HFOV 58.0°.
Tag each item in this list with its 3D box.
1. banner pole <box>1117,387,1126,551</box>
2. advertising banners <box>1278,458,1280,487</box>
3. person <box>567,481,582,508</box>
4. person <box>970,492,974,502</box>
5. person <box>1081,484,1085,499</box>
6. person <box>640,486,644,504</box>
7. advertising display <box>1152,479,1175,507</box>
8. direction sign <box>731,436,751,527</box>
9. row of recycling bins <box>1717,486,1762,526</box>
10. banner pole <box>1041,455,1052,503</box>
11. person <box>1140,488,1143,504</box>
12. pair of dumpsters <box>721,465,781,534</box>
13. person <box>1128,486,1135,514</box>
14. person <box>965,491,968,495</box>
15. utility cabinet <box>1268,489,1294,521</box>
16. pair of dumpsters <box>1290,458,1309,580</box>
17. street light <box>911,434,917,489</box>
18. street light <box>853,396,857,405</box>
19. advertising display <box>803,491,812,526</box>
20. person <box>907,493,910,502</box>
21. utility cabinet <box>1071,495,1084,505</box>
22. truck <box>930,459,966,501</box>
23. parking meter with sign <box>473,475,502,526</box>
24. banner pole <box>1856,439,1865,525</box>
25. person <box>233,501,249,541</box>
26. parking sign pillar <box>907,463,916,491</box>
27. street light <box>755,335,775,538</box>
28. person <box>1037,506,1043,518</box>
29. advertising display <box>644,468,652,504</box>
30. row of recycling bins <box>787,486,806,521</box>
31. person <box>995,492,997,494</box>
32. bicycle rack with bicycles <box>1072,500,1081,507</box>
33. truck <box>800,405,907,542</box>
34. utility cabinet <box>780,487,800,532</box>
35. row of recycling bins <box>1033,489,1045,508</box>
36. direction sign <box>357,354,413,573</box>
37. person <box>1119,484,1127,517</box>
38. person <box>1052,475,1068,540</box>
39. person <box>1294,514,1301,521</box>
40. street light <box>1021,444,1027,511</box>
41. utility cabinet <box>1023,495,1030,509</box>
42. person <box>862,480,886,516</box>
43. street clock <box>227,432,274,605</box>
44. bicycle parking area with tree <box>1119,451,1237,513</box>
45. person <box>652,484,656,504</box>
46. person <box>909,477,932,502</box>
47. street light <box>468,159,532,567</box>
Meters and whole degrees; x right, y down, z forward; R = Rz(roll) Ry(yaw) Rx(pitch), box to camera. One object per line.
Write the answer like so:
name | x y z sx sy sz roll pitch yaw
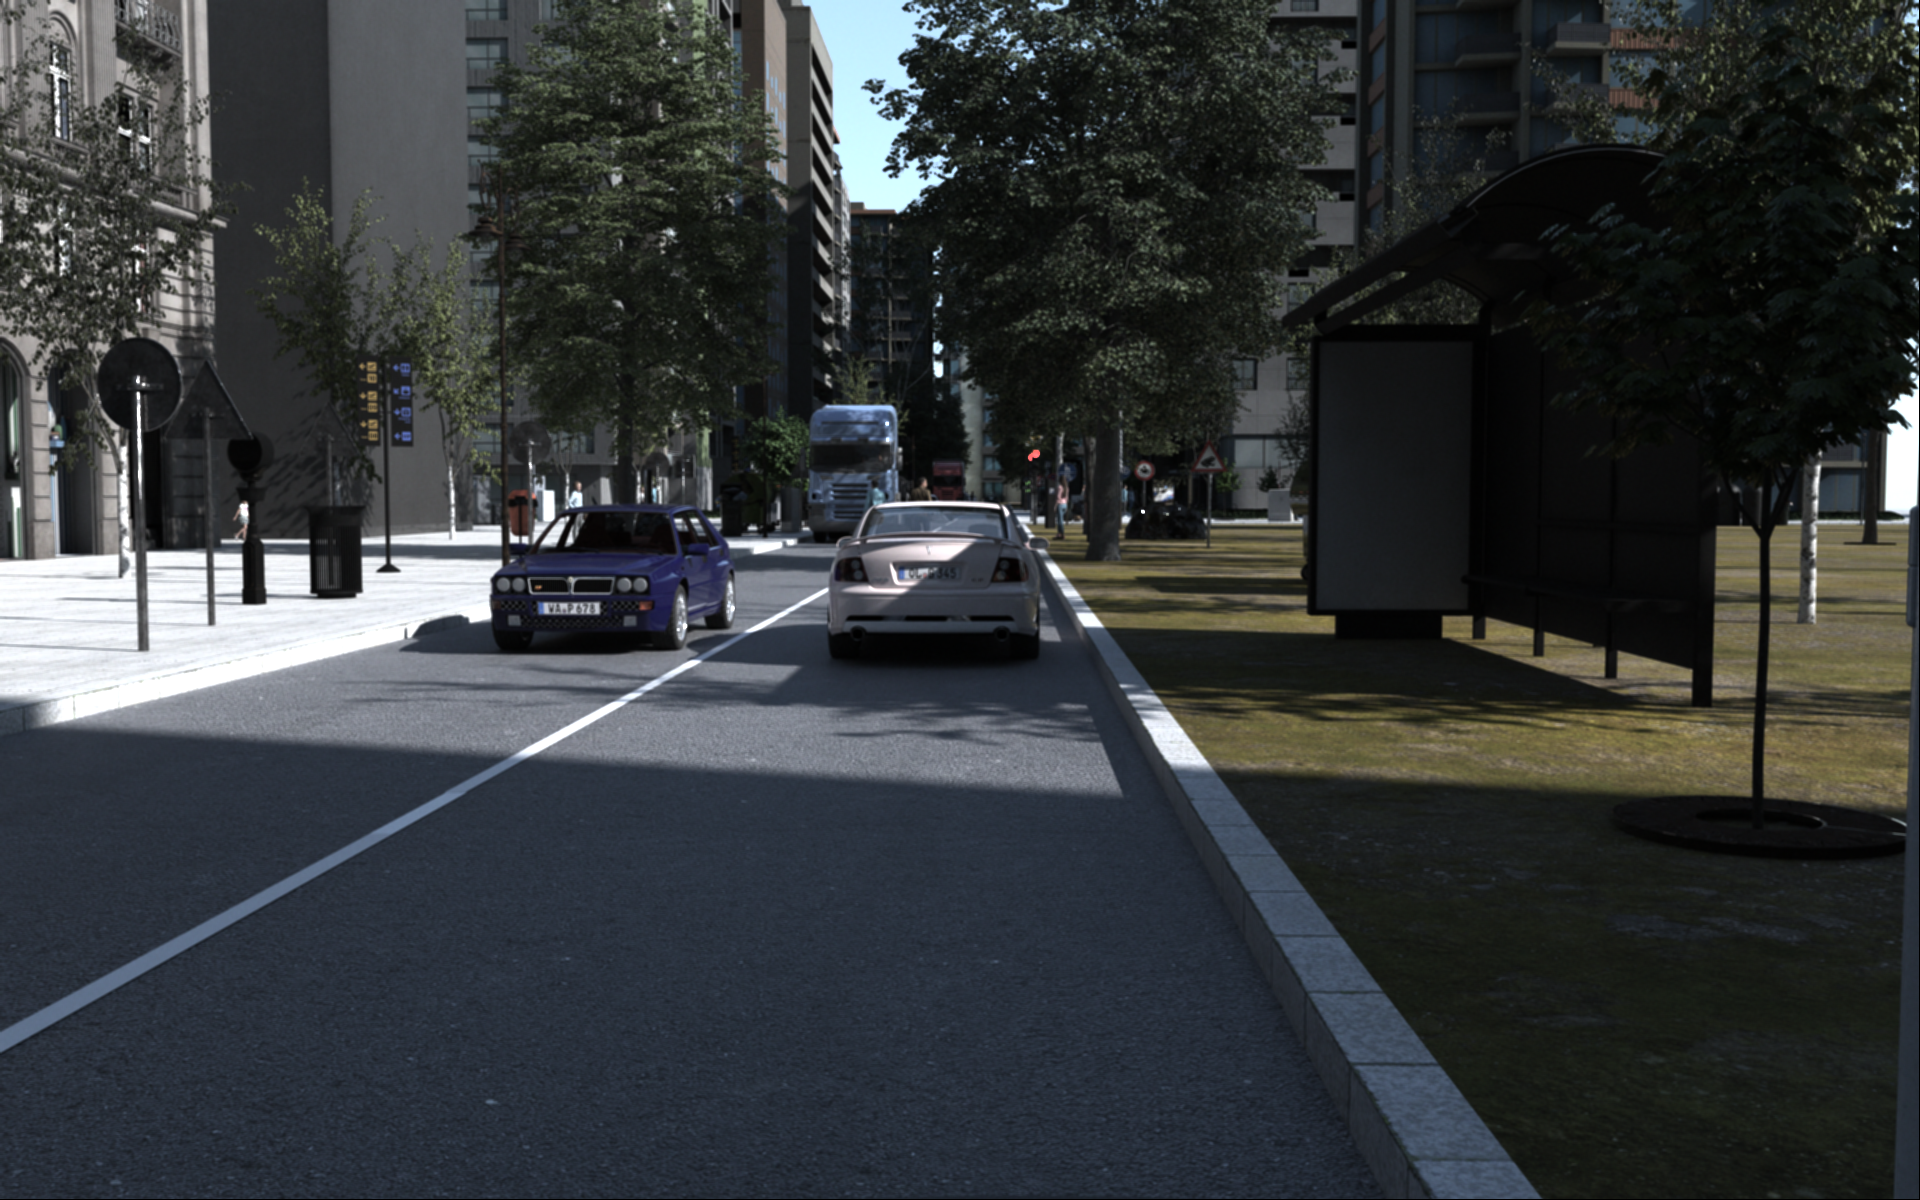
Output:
banner pole | 3.638 -3.023 39.446 0.401 3.779 0.863 1 4 17
advertising banners | 15.264 -5.299 82.821 0.090 3.025 2.074 1 4 12
person | -9.597 -2.175 43.416 0.330 1.601 0.589 2 4 27
person | 1.340 -11.758 201.560 0.721 1.723 1.217 0 4 -7
person | 6.856 -5.350 93.702 0.592 1.802 0.473 2 4 29
person | -14.107 -4.197 77.321 0.583 1.804 0.606 3 4 38
advertising display | 8.642 -4.183 73.598 0.974 1.923 0.123 -1 4 -10
direction sign | -8.524 -4.618 67.505 0.876 3.537 0.379 2 4 25
row of recycling bins | 31.028 -3.882 70.583 1.069 1.692 3.534 -2 4 -34
banner pole | 5.515 -7.435 111.574 0.863 3.779 0.401 -1 4 -11
person | 14.018 -7.770 133.419 0.374 1.781 0.599 0 4 6
pair of dumpsters | -6.864 -3.344 57.167 1.574 2.255 4.437 0 4 1
person | 10.991 -6.427 111.396 0.793 1.790 0.793 -1 4 -9
person | 0.933 -13.507 229.209 0.599 1.838 0.709 -3 5 -44
utility cabinet | 14.864 -4.379 80.269 1.173 1.500 0.318 3 4 36
pair of dumpsters | 5.653 -1.295 23.661 1.574 2.255 4.437 0 4 1
street light | -3.610 -9.875 134.238 0.468 5.910 1.993 0 4 1
street light | -4.963 -6.671 81.851 0.468 5.910 1.993 0 4 1
advertising display | -6.060 -3.911 69.166 0.123 1.923 0.974 -2 4 -26
person | -2.778 -4.624 84.503 0.661 1.777 0.834 -1 4 -23
utility cabinet | 7.335 -5.836 106.586 1.020 1.237 0.306 -1 4 -10
truck | -0.904 -9.279 140.623 2.839 4.237 11.283 0 4 1
parking meter with sign | -19.562 -4.557 70.763 0.543 3.016 1.738 2 4 35
banner pole | 37.221 -4.977 71.390 0.401 3.779 0.863 2 4 25
person | -19.777 -2.245 47.759 0.382 1.210 0.505 0 4 7
parking sign pillar | -4.182 -9.813 148.907 1.447 3.967 1.447 -1 4 -15
street light | -5.689 -4.745 50.374 0.468 5.910 1.993 0 4 1
person | 4.704 -5.391 94.402 1.509 1.804 0.699 -1 4 -18
advertising display | -7.875 -2.356 43.728 0.123 1.923 0.974 -1 4 -15
row of recycling bins | -8.528 -4.636 82.909 3.534 1.692 1.069 1 4 20
person | 4.382 -12.637 215.844 0.721 1.736 1.217 1 4 19
bicycle rack with bicycles | 6.829 -5.485 103.056 2.925 0.926 2.852 -1 4 -13
truck | -2.915 -4.189 58.256 2.967 4.110 18.799 0 4 2
utility cabinet | -5.643 -2.995 57.648 0.318 1.500 1.173 -2 4 -24
row of recycling bins | 7.733 -9.024 154.653 1.069 1.692 3.534 -3 4 -39
direction sign | -9.396 -2.225 28.373 0.876 3.537 0.379 -2 4 -34
person | 9.000 -5.506 96.093 0.620 1.820 0.660 -3 5 -39
person | 2.843 -2.604 48.628 0.388 1.821 0.555 2 4 29
person | 16.045 -4.692 82.937 0.590 1.801 0.661 2 4 34
street light | 5.564 -11.183 155.624 0.468 5.910 1.993 0 4 1
utility cabinet | 5.736 -8.355 147.770 0.306 1.237 1.020 -1 4 -21
person | -2.280 -2.341 46.800 0.660 1.820 0.620 -3 4 -38
street clock | -8.218 -0.951 20.114 0.471 2.002 0.358 1 4 14
bicycle parking area with tree | 13.995 -7.960 117.153 8.231 4.147 9.016 -1 4 -21
person | -15.331 -4.961 87.174 0.620 1.820 0.660 3 4 36
person | -0.905 -2.062 42.118 0.656 1.842 0.836 -1 4 -14
street light | -6.428 -3.155 24.369 0.468 5.910 1.993 0 4 1
